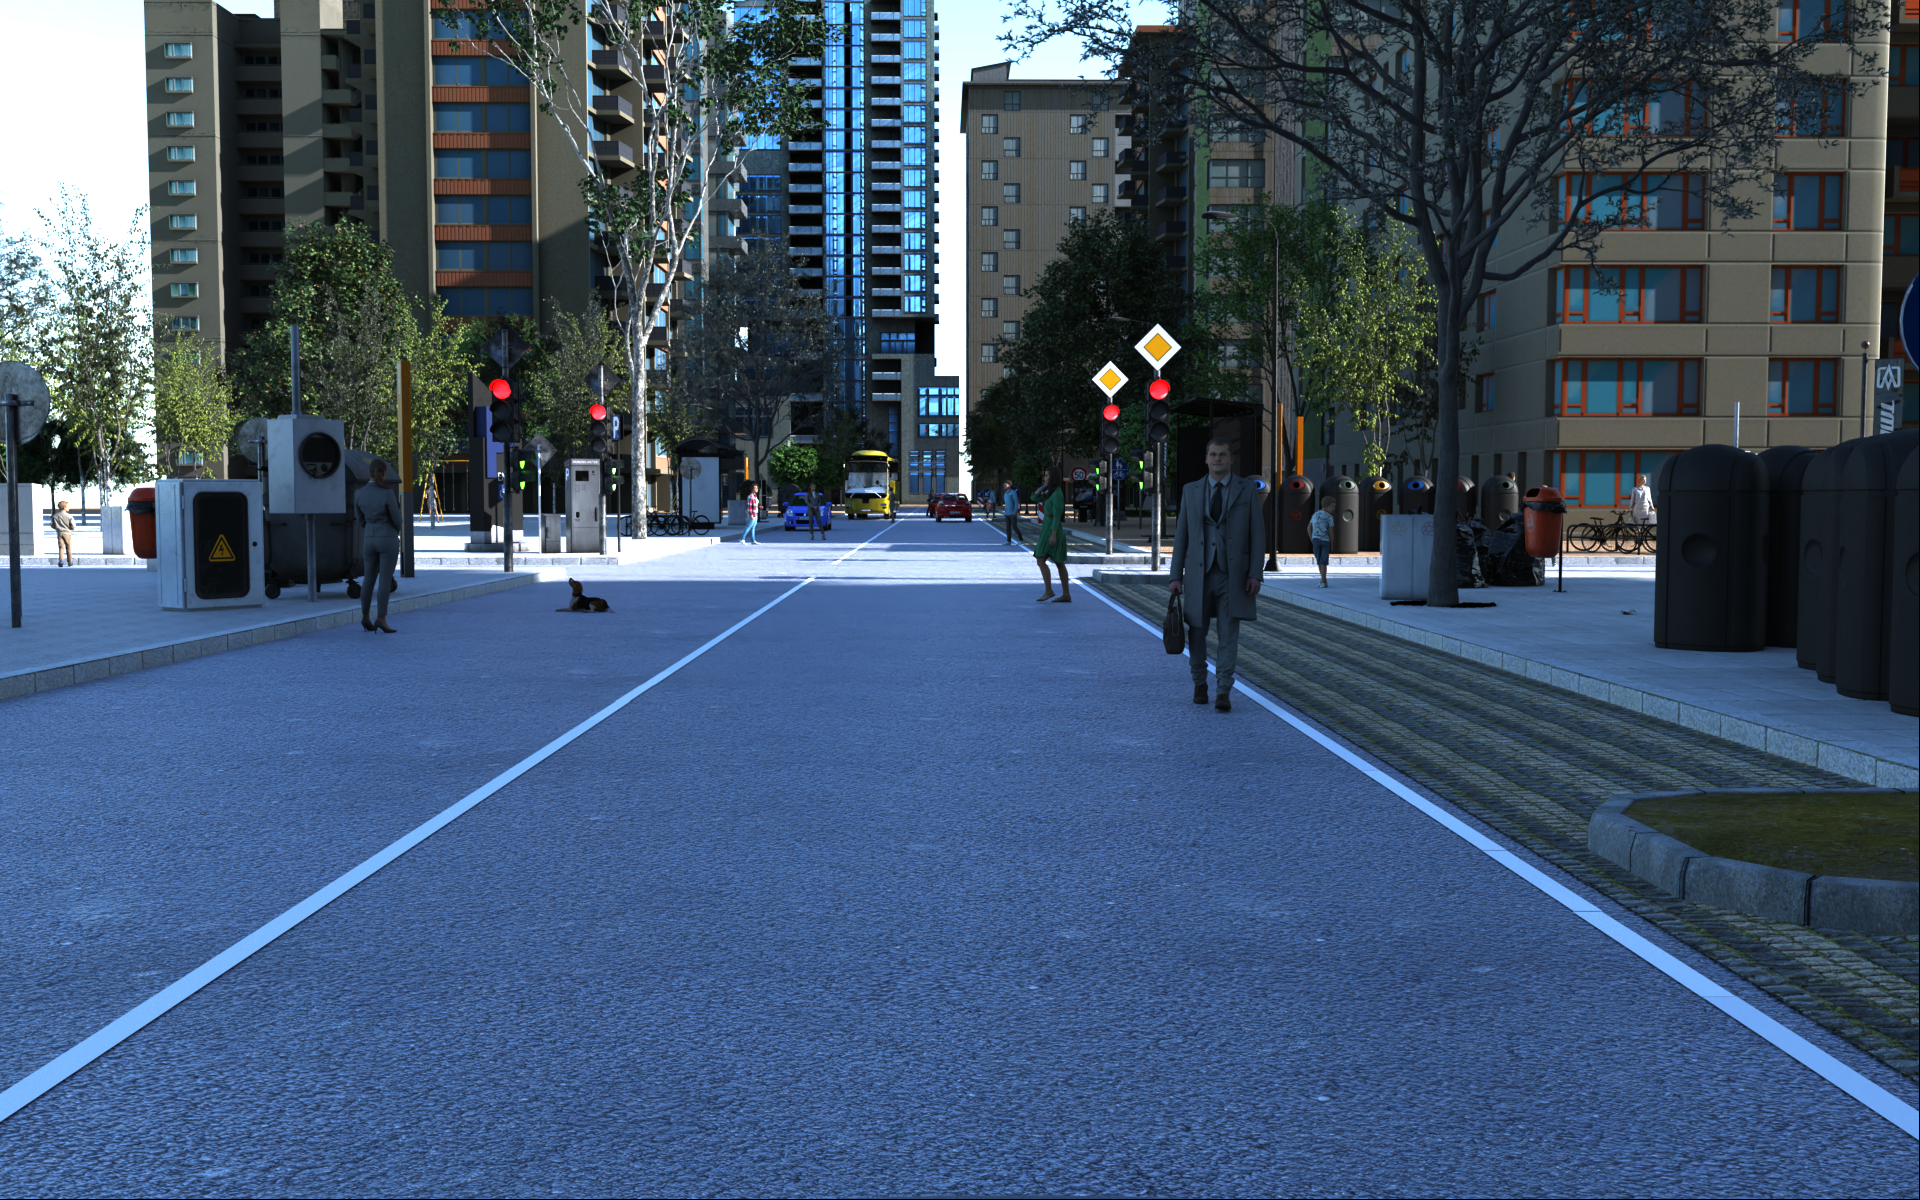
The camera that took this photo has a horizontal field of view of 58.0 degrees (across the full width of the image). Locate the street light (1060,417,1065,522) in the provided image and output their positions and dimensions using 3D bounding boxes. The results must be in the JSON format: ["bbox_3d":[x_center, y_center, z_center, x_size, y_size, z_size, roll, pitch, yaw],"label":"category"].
[{"bbox_3d":[4.102,-6.486,78.586,1.470,5.913,1.316,0,4,-1],"label":"street light"}]

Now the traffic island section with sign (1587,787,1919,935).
[{"bbox_3d":[3.518,0.131,6.490,1.989,1.847,2.006,0,4,-1],"label":"traffic island section with sign"}]

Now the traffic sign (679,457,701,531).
[{"bbox_3d":[-9.356,-3.669,60.095,0.768,2.556,0.104,0,4,4],"label":"traffic sign"}]

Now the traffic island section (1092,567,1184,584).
[{"bbox_3d":[3.269,-0.394,28.716,2.009,0.180,2.903,0,4,-1],"label":"traffic island section"}]

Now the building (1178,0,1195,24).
[{"bbox_3d":[38.462,-47.547,215.651,20.611,71.187,20.563,0,4,-1],"label":"building"}]

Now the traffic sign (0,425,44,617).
[{"bbox_3d":[-9.859,-1.097,18.041,0.768,2.556,0.104,1,4,9],"label":"traffic sign"}]

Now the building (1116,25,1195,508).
[{"bbox_3d":[26.291,-31.046,162.221,22.147,44.769,28.867,0,4,-1],"label":"building"}]

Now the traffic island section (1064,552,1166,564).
[{"bbox_3d":[3.182,-0.882,36.700,2.009,0.180,2.903,0,4,-1],"label":"traffic island section"}]

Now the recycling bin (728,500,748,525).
[{"bbox_3d":[-9.109,-3.582,71.124,0.722,1.027,0.722,0,4,5],"label":"recycling bin"}]

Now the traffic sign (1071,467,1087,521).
[{"bbox_3d":[5.570,-4.954,81.112,0.768,2.556,0.104,0,4,5],"label":"traffic sign"}]

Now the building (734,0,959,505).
[{"bbox_3d":[-15.665,-55.224,215.584,31.000,86.520,22.319,0,4,-1],"label":"building"}]

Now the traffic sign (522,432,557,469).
[{"bbox_3d":[-8.911,-2.259,36.675,0.795,2.593,0.064,1,4,9],"label":"traffic sign"}]

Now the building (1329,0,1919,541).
[{"bbox_3d":[30.544,-13.186,60.629,28.899,21.520,27.650,0,4,-1],"label":"building"}]

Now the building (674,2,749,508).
[{"bbox_3d":[-35.815,-33.264,163.469,30.456,49.044,23.786,0,4,-1],"label":"building"}]

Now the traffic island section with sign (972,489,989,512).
[{"bbox_3d":[2.074,-7.940,138.449,1.989,1.847,2.006,0,4,-1],"label":"traffic island section with sign"}]

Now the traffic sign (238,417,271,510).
[{"bbox_3d":[-11.541,-1.743,28.602,0.768,2.556,0.104,0,4,0],"label":"traffic sign"}]

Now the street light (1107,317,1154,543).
[{"bbox_3d":[4.564,-4.467,45.569,1.470,5.913,1.316,0,4,-1],"label":"street light"}]

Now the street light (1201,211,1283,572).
[{"bbox_3d":[4.655,-3.429,28.604,1.470,5.913,1.316,0,4,-1],"label":"street light"}]

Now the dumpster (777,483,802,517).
[{"bbox_3d":[-9.395,-5.467,95.147,1.264,1.857,1.865,0,4,0],"label":"dumpster"}]

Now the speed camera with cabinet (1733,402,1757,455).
[{"bbox_3d":[17.215,-2.597,36.790,0.660,3.252,2.038,-3,4,-36],"label":"speed camera with cabinet"}]

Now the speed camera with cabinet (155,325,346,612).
[{"bbox_3d":[-8.048,-1.552,19.710,0.660,3.252,2.038,3,4,37],"label":"speed camera with cabinet"}]

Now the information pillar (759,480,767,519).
[{"bbox_3d":[-9.986,-5.083,87.594,0.304,2.012,0.304,-3,4,-38],"label":"information pillar"}]

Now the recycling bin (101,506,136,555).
[{"bbox_3d":[-17.748,-1.490,36.909,0.722,1.027,0.722,2,4,28],"label":"recycling bin"}]

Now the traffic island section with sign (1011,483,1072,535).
[{"bbox_3d":[2.914,-3.232,61.466,1.989,1.847,2.006,0,4,-1],"label":"traffic island section with sign"}]

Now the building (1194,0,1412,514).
[{"bbox_3d":[21.034,-25.741,104.467,14.154,41.232,14.086,0,4,-1],"label":"building"}]

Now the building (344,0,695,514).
[{"bbox_3d":[-31.519,-28.829,125.983,22.147,44.769,28.867,0,4,-1],"label":"building"}]

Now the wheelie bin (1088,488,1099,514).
[{"bbox_3d":[7.052,-5.021,89.995,0.980,1.594,0.693,-3,5,-43],"label":"wheelie bin"}]

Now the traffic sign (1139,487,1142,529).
[{"bbox_3d":[6.589,-3.855,63.142,0.768,2.556,0.104,0,4,6],"label":"traffic sign"}]

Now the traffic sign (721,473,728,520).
[{"bbox_3d":[-11.694,-5.072,85.055,0.606,2.300,0.079,0,4,4],"label":"traffic sign"}]

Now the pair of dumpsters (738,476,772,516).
[{"bbox_3d":[-11.140,-5.594,93.962,1.574,2.255,4.437,0,4,-1],"label":"pair of dumpsters"}]

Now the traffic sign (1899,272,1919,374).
[{"bbox_3d":[5.207,-0.541,8.959,0.768,2.556,0.104,0,4,4],"label":"traffic sign"}]

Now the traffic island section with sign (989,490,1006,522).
[{"bbox_3d":[2.626,-4.917,89.021,1.989,1.847,2.006,0,4,-1],"label":"traffic island section with sign"}]

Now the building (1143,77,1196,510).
[{"bbox_3d":[31.417,-27.164,136.005,32.217,40.220,23.993,0,4,-1],"label":"building"}]

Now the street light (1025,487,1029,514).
[{"bbox_3d":[3.782,-8.514,111.744,1.470,5.913,1.316,0,4,-1],"label":"street light"}]

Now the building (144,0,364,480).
[{"bbox_3d":[-61.861,-33.106,164.981,21.600,48.544,21.300,0,4,-1],"label":"building"}]

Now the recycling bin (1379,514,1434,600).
[{"bbox_3d":[5.542,-0.534,21.279,0.722,1.027,0.722,1,4,11],"label":"recycling bin"}]

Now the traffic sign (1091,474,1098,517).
[{"bbox_3d":[6.761,-5.092,85.385,0.606,2.300,0.079,0,4,3],"label":"traffic sign"}]

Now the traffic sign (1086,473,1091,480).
[{"bbox_3d":[7.969,-6.482,105.706,0.795,2.593,0.064,0,4,4],"label":"traffic sign"}]

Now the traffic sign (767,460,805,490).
[{"bbox_3d":[-10.373,-6.698,103.387,2.265,3.308,0.079,0,4,3],"label":"traffic sign"}]

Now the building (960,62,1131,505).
[{"bbox_3d":[13.887,-38.583,220.063,27.495,52.752,28.713,0,4,-1],"label":"building"}]

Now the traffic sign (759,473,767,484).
[{"bbox_3d":[-12.257,-6.524,106.667,0.884,2.594,0.081,0,4,5],"label":"traffic sign"}]

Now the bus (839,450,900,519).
[{"bbox_3d":[-5.078,-6.692,100.966,2.896,3.916,12.252,0,4,1],"label":"bus"}]

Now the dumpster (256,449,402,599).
[{"bbox_3d":[-7.917,-0.982,21.807,1.264,1.857,1.865,0,4,-1],"label":"dumpster"}]

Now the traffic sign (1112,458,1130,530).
[{"bbox_3d":[5.688,-3.785,61.986,0.768,2.556,0.104,0,4,7],"label":"traffic sign"}]

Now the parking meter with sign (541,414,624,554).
[{"bbox_3d":[-8.249,-2.539,37.769,1.738,3.016,0.543,-2,4,-29],"label":"parking meter with sign"}]

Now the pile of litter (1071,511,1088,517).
[{"bbox_3d":[6.925,-5.133,97.896,1.719,0.858,1.176,-2,4,-34],"label":"pile of litter"}]

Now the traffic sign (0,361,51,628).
[{"bbox_3d":[-9.079,-1.008,16.588,0.768,2.556,0.104,0,4,4],"label":"traffic sign"}]
